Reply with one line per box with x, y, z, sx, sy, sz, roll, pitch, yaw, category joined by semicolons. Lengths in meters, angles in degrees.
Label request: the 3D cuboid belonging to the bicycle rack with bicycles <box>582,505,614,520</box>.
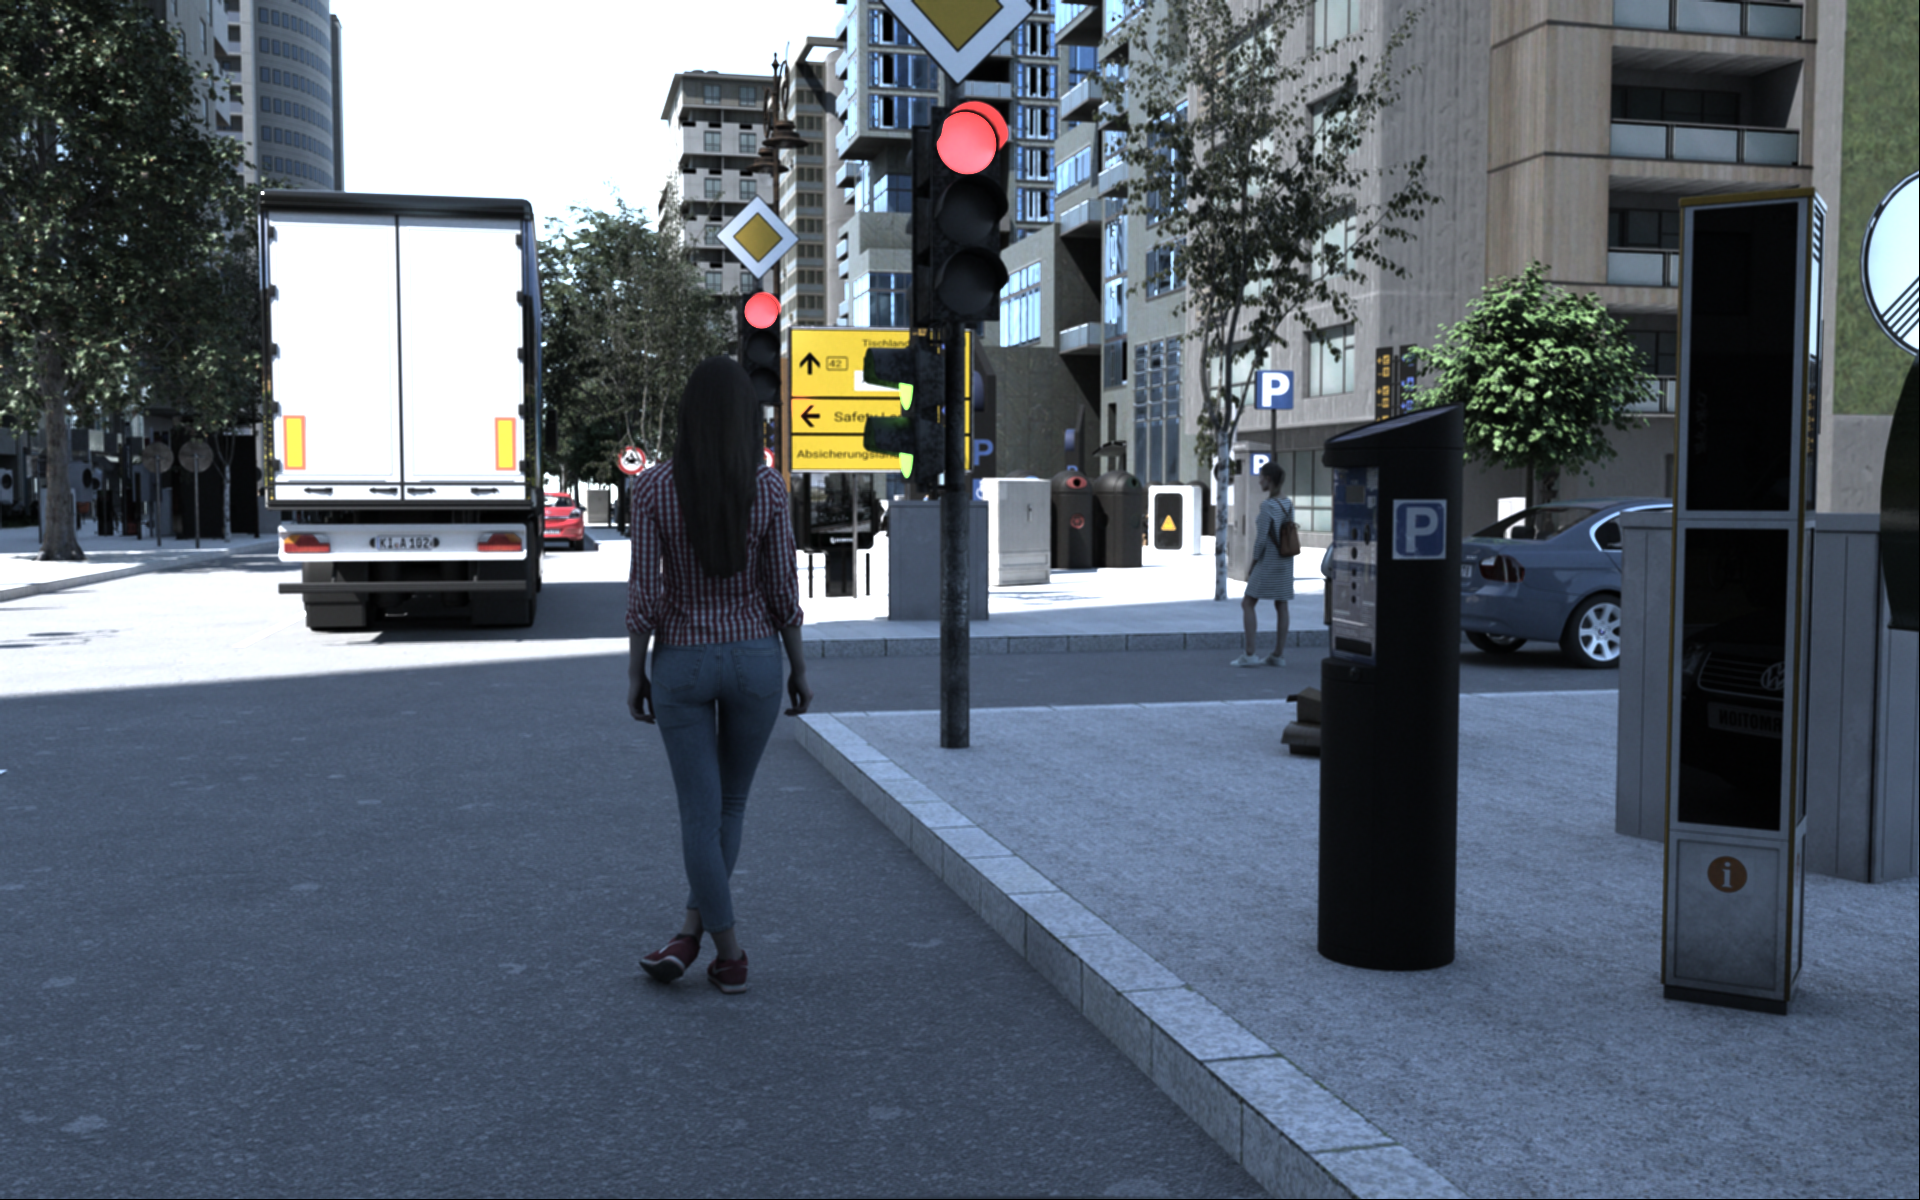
-17.013;-4.336;84.281;2.925;0.926;2.852;-3;4;-37;bicycle rack with bicycles

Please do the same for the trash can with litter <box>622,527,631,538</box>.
-9.446;-2.443;51.322;1.055;1.170;0.624;-2;4;-32;trash can with litter

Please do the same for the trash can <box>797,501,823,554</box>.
-3.171;-1.584;37.557;0.748;1.137;0.748;0;3;0;trash can

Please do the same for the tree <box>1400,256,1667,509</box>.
7.911;-2.452;23.810;4.285;4.588;4.351;0;3;0;tree

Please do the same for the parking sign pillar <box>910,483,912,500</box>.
-1.411;-4.579;63.333;1.447;3.967;1.447;3;5;39;parking sign pillar

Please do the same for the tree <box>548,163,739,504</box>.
-6.995;-5.433;39.189;4.360;8.622;3.978;0;3;0;tree

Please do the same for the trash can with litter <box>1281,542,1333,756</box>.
2.060;0.163;8.724;0.624;1.170;1.055;2;4;34;trash can with litter

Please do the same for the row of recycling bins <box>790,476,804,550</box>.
-3.792;-2.060;40.786;1.069;1.692;3.534;1;4;16;row of recycling bins

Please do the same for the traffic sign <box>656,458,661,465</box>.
-10.963;-3.854;63.013;0.884;2.594;0.081;-1;4;-12;traffic sign

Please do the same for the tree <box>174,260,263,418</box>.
-23.715;-7.709;60.453;7.601;10.594;8.767;0;4;-7;tree

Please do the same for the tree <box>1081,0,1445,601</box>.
3.375;-4.303;20.723;4.360;8.622;3.978;0;3;0;tree

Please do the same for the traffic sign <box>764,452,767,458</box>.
-3.311;-1.576;25.771;0.884;2.594;0.081;-1;4;-11;traffic sign

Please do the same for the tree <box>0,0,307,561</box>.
-17.503;-7.109;33.240;9.611;12.733;9.660;0;3;0;tree

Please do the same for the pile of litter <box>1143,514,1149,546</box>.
4.477;-1.784;43.139;1.176;0.858;1.719;0;4;0;pile of litter

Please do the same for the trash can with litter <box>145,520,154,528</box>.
-30.460;-3.331;65.855;1.055;1.170;0.624;0;4;0;trash can with litter

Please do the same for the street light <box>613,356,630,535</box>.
-10.481;-4.948;53.688;0.468;5.910;1.993;-1;4;-14;street light

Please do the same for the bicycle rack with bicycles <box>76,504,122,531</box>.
-30.672;-2.910;60.965;2.852;0.926;2.925;-1;4;-15;bicycle rack with bicycles

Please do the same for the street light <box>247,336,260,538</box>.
-20.603;-4.757;50.571;0.468;5.910;1.993;-1;4;-14;street light

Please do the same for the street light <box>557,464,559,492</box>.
-48.308;-14.457;209.151;0.468;5.910;1.993;-1;4;-14;street light

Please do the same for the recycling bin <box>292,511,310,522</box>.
-30.664;-4.177;80.842;0.722;1.027;0.722;0;4;8;recycling bin

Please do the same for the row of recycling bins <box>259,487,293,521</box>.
-32.579;-4.677;83.589;1.069;1.692;3.534;0;4;8;row of recycling bins

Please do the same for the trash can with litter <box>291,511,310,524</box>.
-28.345;-3.895;74.736;1.678;1.210;2.233;0;4;-3;trash can with litter

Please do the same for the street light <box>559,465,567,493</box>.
-39.574;-12.270;173.396;0.468;5.910;1.993;-1;4;-14;street light

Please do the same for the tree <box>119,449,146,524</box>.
-35.329;-4.889;74.533;1.663;3.219;1.824;0;3;0;tree

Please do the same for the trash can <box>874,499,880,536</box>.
-2.814;-2.563;53.561;0.748;1.137;0.748;0;3;0;trash can

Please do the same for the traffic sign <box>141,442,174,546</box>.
-19.673;-2.591;42.473;0.768;2.556;0.104;0;4;-4;traffic sign

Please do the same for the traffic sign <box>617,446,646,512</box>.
-8.618;-2.776;45.497;0.768;2.556;0.104;-1;4;-9;traffic sign

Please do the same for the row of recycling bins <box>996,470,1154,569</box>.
1.466;-1.378;29.644;3.534;1.692;1.069;-2;4;-24;row of recycling bins

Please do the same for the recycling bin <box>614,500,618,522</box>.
-15.323;-4.064;79.007;0.722;1.027;0.722;-2;4;-31;recycling bin

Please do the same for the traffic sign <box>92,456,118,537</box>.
-25.816;-3.125;52.280;0.795;2.450;0.064;-1;4;-13;traffic sign

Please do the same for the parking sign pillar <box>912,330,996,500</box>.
0.180;-2.361;27.070;1.447;3.967;1.447;-1;4;-16;parking sign pillar

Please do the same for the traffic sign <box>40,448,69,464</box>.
-24.208;-2.824;46.281;0.768;2.556;0.104;0;4;-6;traffic sign

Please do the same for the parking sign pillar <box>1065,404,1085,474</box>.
3.415;-3.851;51.441;1.447;3.967;1.447;1;4;11;parking sign pillar

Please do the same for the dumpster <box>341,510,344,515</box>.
-29.886;-4.910;82.765;1.502;2.255;1.985;-1;4;-14;dumpster

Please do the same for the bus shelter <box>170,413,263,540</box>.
-22.062;-3.703;51.823;1.731;3.624;6.357;-1;4;-14;bus shelter

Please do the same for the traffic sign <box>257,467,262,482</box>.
-31.895;-4.775;78.176;0.768;2.556;0.104;0;4;-4;traffic sign

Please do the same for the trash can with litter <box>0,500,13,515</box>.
-39.183;-3.668;71.353;1.055;1.170;0.624;3;4;39;trash can with litter

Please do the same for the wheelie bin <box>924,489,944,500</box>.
-0.725;-3.052;57.807;0.980;1.594;0.693;0;4;-1;wheelie bin

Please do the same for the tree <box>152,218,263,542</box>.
-19.482;-5.845;45.932;4.360;8.622;3.978;0;3;0;tree

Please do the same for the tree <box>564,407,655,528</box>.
-13.266;-5.010;65.634;4.285;4.588;4.351;0;3;0;tree

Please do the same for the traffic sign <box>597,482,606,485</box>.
-17.691;-5.254;85.900;0.884;2.594;0.081;-1;4;-10;traffic sign

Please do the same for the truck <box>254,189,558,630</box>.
-6.487;-2.002;21.644;2.839;4.237;11.283;-1;4;-13;truck

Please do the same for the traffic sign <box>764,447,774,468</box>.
-5.313;-2.836;46.474;0.768;2.556;0.104;0;4;-4;traffic sign

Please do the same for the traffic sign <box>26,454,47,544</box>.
-23.666;-2.593;44.520;0.606;2.300;0.079;0;4;-6;traffic sign

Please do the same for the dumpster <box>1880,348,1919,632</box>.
2.957;-0.034;3.050;1.502;2.255;1.985;-1;4;-14;dumpster

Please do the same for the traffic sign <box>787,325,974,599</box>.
-0.960;-1.667;21.121;2.265;3.308;0.079;0;4;-7;traffic sign

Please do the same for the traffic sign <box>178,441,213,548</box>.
-18.006;-2.491;40.834;0.768;2.556;0.104;-1;4;-11;traffic sign

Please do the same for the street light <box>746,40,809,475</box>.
-1.928;-2.782;18.274;0.468;5.910;1.993;-1;4;-14;street light

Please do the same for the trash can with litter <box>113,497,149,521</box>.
-39.218;-4.321;81.714;2.233;1.210;1.678;2;4;23;trash can with litter

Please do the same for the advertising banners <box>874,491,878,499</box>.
-4.233;-4.345;67.230;2.074;3.025;0.090;0;4;-5;advertising banners

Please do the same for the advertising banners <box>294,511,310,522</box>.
-29.374;-4.938;76.919;0.090;3.025;2.074;-3;5;-42;advertising banners

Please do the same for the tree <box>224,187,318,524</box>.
-26.602;-9.795;70.512;12.009;13.543;11.850;0;3;0;tree

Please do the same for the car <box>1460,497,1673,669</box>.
6.275;-0.198;15.246;4.499;1.417;2.014;-1;4;-14;car

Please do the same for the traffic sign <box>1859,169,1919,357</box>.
3.817;-0.408;6.773;0.768;2.556;0.104;0;4;-8;traffic sign

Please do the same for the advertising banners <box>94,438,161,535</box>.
-25.754;-3.514;53.640;2.074;3.025;0.090;0;4;-3;advertising banners

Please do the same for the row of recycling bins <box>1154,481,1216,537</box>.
6.989;-2.832;53.413;1.069;1.692;3.534;-3;5;-42;row of recycling bins

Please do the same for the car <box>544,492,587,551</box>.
-10.722;-2.185;44.761;2.155;1.783;4.494;-1;4;-15;car

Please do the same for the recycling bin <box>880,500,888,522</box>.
-2.810;-3.552;70.627;0.722;1.027;0.722;-2;4;-28;recycling bin

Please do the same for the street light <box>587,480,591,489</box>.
-19.729;-7.270;91.655;0.468;5.910;1.993;-1;4;-14;street light
